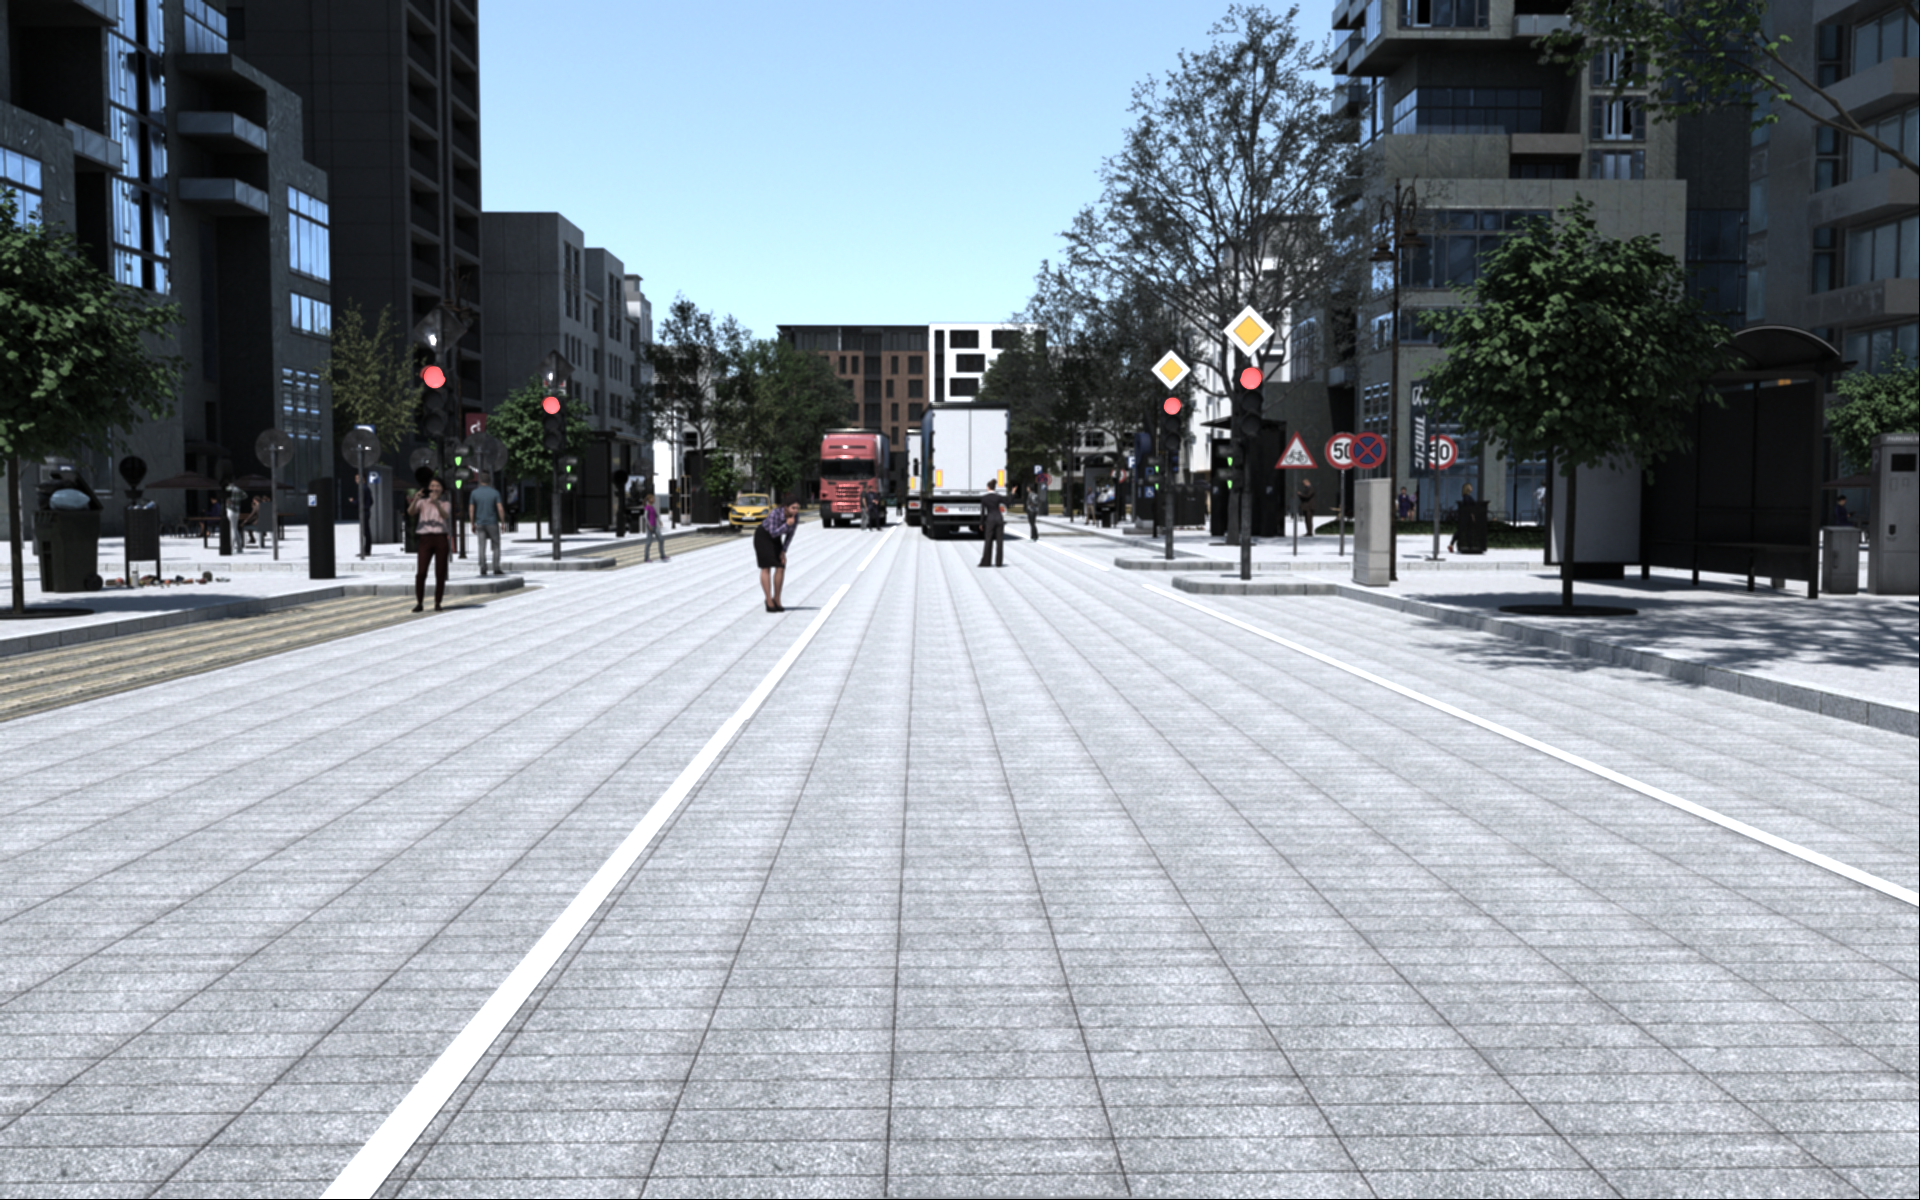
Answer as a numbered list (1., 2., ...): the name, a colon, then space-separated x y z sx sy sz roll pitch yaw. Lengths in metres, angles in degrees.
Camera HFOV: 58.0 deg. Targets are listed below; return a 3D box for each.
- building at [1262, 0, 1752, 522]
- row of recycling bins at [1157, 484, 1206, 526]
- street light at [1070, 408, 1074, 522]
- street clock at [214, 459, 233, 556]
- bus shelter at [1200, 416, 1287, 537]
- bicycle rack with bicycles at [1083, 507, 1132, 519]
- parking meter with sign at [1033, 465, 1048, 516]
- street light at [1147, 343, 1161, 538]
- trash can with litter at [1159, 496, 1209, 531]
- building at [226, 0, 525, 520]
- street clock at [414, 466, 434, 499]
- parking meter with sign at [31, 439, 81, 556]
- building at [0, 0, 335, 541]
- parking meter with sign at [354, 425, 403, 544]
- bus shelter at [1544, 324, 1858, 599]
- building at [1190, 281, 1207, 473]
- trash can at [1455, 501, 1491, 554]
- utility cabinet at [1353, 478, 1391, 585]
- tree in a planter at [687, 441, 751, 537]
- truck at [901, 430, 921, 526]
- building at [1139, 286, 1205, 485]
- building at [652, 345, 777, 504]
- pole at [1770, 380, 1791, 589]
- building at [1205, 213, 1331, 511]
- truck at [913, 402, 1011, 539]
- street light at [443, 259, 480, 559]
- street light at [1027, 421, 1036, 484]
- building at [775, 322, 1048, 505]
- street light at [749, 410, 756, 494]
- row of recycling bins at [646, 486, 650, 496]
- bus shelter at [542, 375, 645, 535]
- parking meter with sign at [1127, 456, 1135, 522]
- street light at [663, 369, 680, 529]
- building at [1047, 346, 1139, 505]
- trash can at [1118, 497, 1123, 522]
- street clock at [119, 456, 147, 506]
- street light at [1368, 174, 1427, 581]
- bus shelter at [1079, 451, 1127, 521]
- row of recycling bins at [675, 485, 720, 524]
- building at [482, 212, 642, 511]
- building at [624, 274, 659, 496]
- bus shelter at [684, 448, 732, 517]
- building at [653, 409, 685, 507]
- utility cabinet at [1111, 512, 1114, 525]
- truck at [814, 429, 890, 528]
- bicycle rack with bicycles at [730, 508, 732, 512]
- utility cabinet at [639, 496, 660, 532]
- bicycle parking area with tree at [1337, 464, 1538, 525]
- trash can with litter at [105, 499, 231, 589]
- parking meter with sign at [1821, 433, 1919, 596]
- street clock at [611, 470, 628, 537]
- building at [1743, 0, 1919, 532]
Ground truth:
1. building: 28.757 -47.677 92.188 22.319 86.520 31.000 0 4 -1
2. row of recycling bins: 8.969 -3.849 70.036 1.069 1.692 3.534 2 4 34
3. street light: 5.126 -6.504 79.124 0.468 5.910 1.993 0 4 -1
4. street clock: -15.339 -1.929 36.116 0.358 2.002 0.471 -3 5 -44
5. bus shelter: 8.938 -3.893 54.938 1.731 3.624 6.357 0 4 -1
6. bicycle rack with bicycles: 7.577 -4.653 89.460 2.925 0.926 2.852 3 5 45
7. parking meter with sign: 4.905 -6.579 103.821 0.543 3.016 1.738 -1 4 -14
8. street light: 5.722 -4.761 50.634 0.468 5.910 1.993 0 4 -1
9. trash can with litter: 7.820 -3.095 61.668 2.233 1.210 1.678 1 4 9
10. building: -35.392 -40.091 93.733 20.563 71.187 20.611 0 4 -1
11. street clock: -13.960 -2.481 45.142 0.471 2.002 0.358 -1 4 -22
12. parking meter with sign: -18.593 -2.414 35.729 1.738 3.016 0.543 2 4 35
13. building: -36.890 -45.676 59.481 22.319 86.520 31.000 0 4 -1
14. parking meter with sign: -14.854 -2.945 44.413 0.543 3.016 1.738 0 4 6
15. bus shelter: 9.643 -1.807 23.468 2.014 3.302 5.546 0 4 -1
16. building: 26.143 -16.977 133.998 16.016 20.091 11.380 0 4 -1
17. trash can: 10.935 -1.548 36.960 0.748 1.137 0.748 0 3 0
18. utility cabinet: 5.804 -0.966 24.470 0.318 1.500 1.173 0 4 3
19. tree in a planter: -8.071 -3.733 58.262 1.991 3.239 1.994 0 4 -1
20. truck: -1.334 -5.631 80.988 2.839 4.237 11.283 0 4 -2
21. building: 26.769 -17.694 155.749 16.747 18.905 31.486 0 4 -1
22. building: -38.159 -21.270 214.226 31.486 18.905 16.747 0 4 -1
23. pole: 11.135 -1.813 23.484 0.158 3.312 0.155 0 3 0
24. building: 26.544 -16.283 122.645 16.016 20.091 11.380 0 4 -1
25. truck: -0.010 -4.235 58.148 2.839 4.237 11.283 0 4 -3
26. street light: -9.886 -3.759 34.249 0.468 5.910 1.993 0 4 -1
27. street light: 4.426 -8.248 107.637 0.468 5.910 1.993 0 4 -1
28. building: -6.150 -23.001 220.045 32.646 21.610 27.936 0 4 -1
29. street light: -11.154 -7.358 93.084 0.468 5.910 1.993 0 4 -1
30. row of recycling bins: -13.423 -3.844 69.965 1.069 1.692 3.534 1 4 13
31. bus shelter: -12.489 -4.970 58.885 2.179 5.291 8.768 0 4 -1
32. parking meter with sign: 8.111 -5.075 79.233 0.543 3.016 1.738 -1 4 -10
33. street light: -10.590 -5.571 63.866 0.468 5.910 1.993 0 4 -1
34. building: 26.036 -21.322 215.072 31.486 18.905 16.747 0 4 -1
35. trash can: 7.154 -4.173 79.876 0.748 1.137 0.748 0 3 0
36. street clock: -15.746 -1.740 33.027 0.471 2.002 0.358 -1 4 -20
37. street light: 6.393 -3.222 25.466 0.468 5.910 1.993 0 4 -1
38. bus shelter: 7.056 -5.552 84.694 2.014 3.302 5.546 0 4 -1
39. row of recycling bins: -11.422 -4.174 75.359 1.069 1.692 3.534 -2 4 -31
40. building: -33.858 -15.775 124.382 16.747 18.905 31.486 0 4 -1
41. building: -34.189 -17.744 146.541 16.016 20.091 11.380 0 4 -1
42. bus shelter: -13.062 -6.043 90.084 1.731 3.624 6.357 0 4 -1
43. building: -41.024 -13.691 165.992 28.070 9.664 9.099 0 4 -1
44. utility cabinet: 6.177 -3.696 71.590 0.306 1.237 1.020 1 4 12
45. truck: -4.630 -5.388 77.002 2.839 4.237 11.283 0 4 1
46. bicycle rack with bicycles: -14.405 -5.439 102.304 2.925 0.926 2.852 0 4 -5
47. utility cabinet: -10.466 -2.892 58.439 0.306 1.237 1.020 -3 4 -37
48. bicycle parking area with tree: 20.533 -5.070 69.896 9.016 4.147 8.231 -1 4 -17
49. trash can with litter: -11.246 -0.834 24.694 1.678 1.210 2.233 2 4 27
50. parking meter with sign: 11.963 -1.574 21.989 1.738 3.016 0.543 1 4 11
51. street clock: -10.087 -2.862 51.364 0.471 2.002 0.358 -3 4 -36
52. building: 44.751 -26.907 59.538 30.456 49.044 23.786 0 4 -1
